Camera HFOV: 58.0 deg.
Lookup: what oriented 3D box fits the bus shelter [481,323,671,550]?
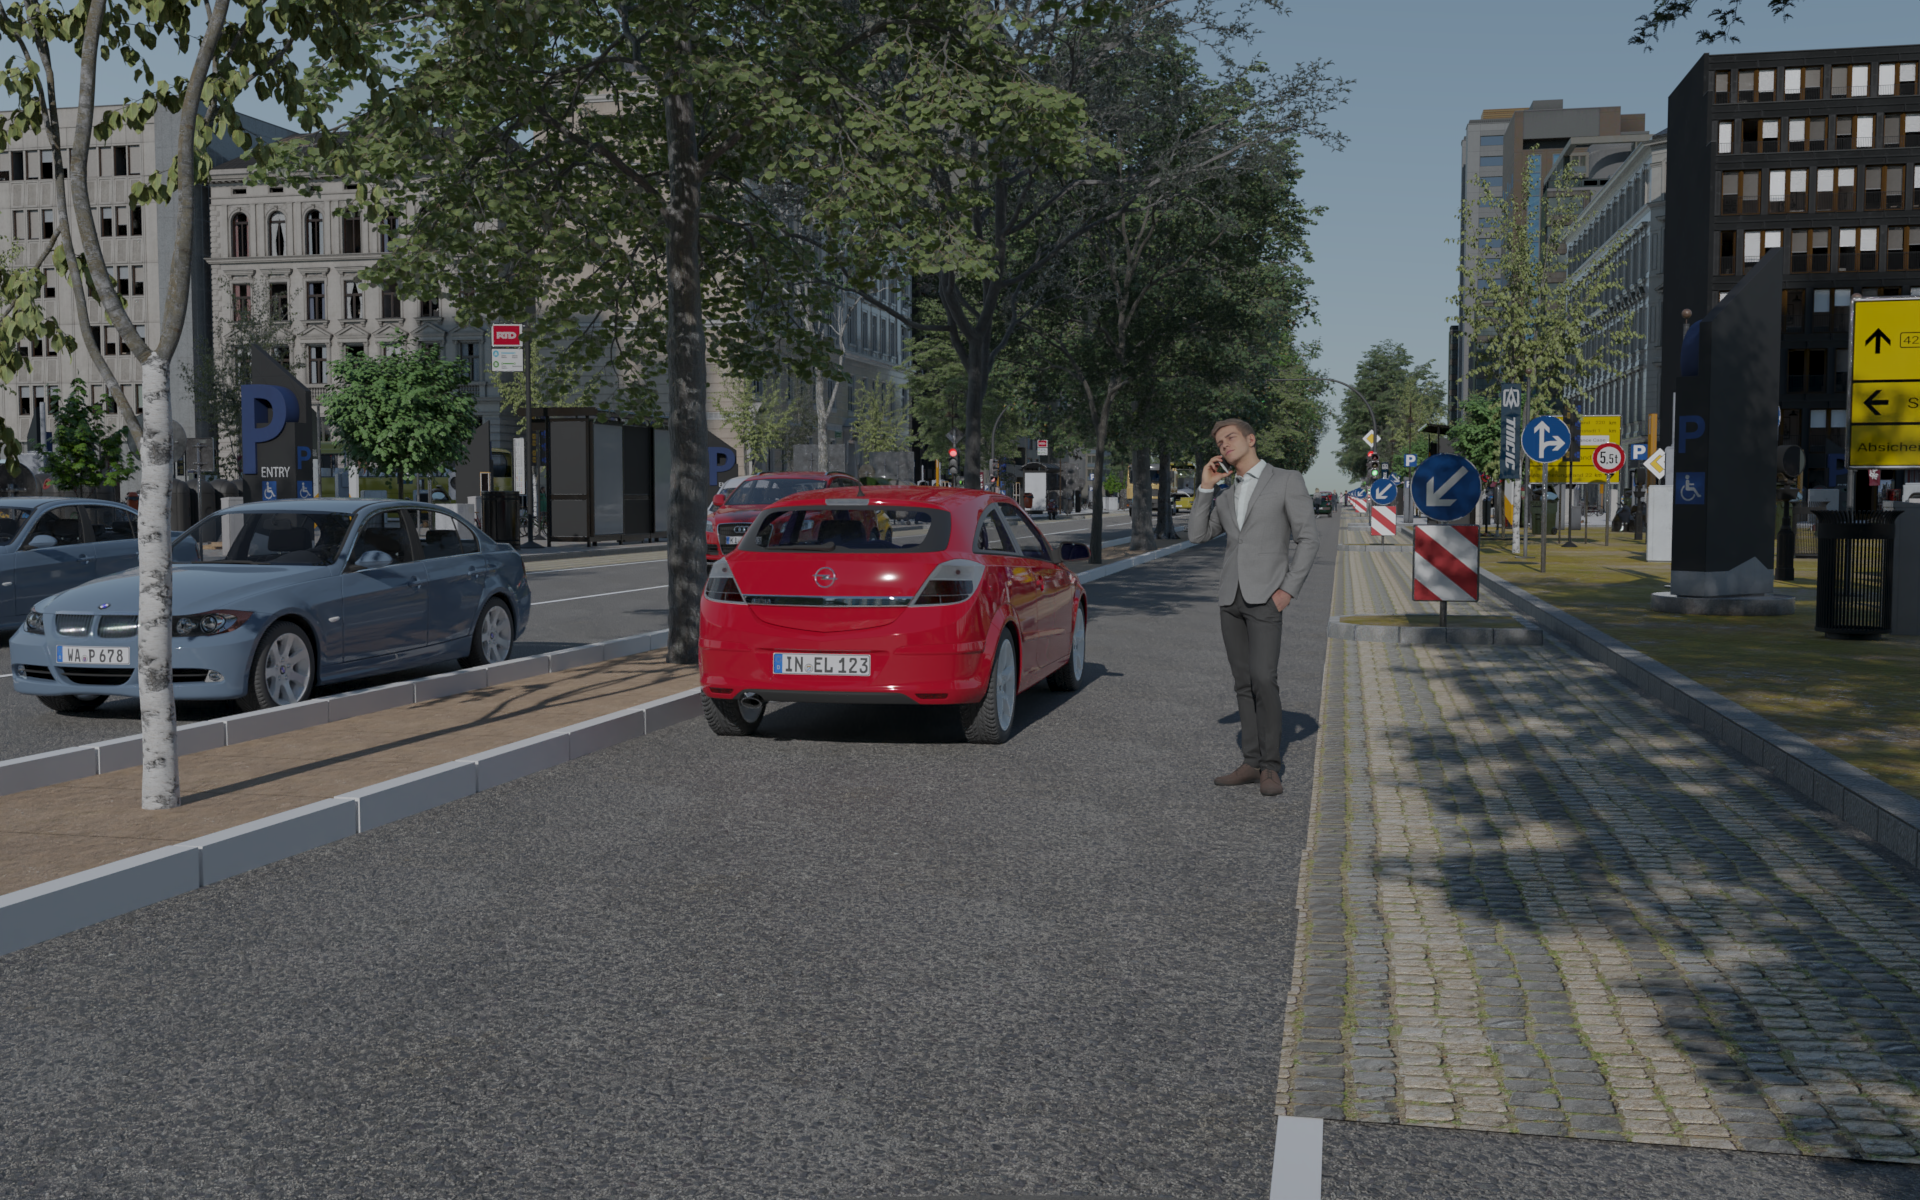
[{"bbox_3d":[-9.379,-4.009,43.175,2.179,5.291,8.768,1,4,12],"label":"bus shelter"}]

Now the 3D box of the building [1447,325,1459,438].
[{"bbox_3d":[89.578,-31.875,292.851,14.160,30.474,14.107,1,4,12],"label":"building"}]

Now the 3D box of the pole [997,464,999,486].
[{"bbox_3d":[2.350,-6.898,106.631,0.158,3.312,0.155,0,3,0],"label":"pole"}]

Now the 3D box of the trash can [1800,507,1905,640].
[{"bbox_3d":[7.941,-0.227,15.369,0.748,1.137,0.748,0,3,0],"label":"trash can"}]

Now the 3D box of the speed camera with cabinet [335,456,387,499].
[{"bbox_3d":[-25.715,-4.894,74.355,2.038,3.252,0.660,-2,4,-34],"label":"speed camera with cabinet"}]

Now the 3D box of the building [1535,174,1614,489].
[{"bbox_3d":[60.647,-23.765,160.258,14.160,30.474,14.107,1,4,12],"label":"building"}]

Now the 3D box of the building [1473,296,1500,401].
[{"bbox_3d":[81.287,-29.281,250.438,14.160,30.474,14.107,1,4,12],"label":"building"}]

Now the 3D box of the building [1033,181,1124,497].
[{"bbox_3d":[17.901,-42.886,290.421,28.713,52.752,27.495,1,4,12],"label":"building"}]

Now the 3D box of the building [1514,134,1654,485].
[{"bbox_3d":[73.477,-29.647,176.603,32.217,40.220,23.993,1,4,12],"label":"building"}]

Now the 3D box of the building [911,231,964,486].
[{"bbox_3d":[-7.387,-19.242,144.291,12.332,23.373,15.834,1,4,12],"label":"building"}]

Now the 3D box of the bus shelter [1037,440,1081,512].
[{"bbox_3d":[7.359,-9.344,130.413,2.179,5.291,8.768,1,4,13],"label":"bus shelter"}]

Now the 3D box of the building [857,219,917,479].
[{"bbox_3d":[-11.812,-20.821,126.325,13.634,28.700,20.117,1,4,12],"label":"building"}]

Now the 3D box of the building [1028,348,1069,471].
[{"bbox_3d":[-3.646,-21.355,194.197,27.650,21.520,28.899,1,4,12],"label":"building"}]

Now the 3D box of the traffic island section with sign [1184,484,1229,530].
[{"bbox_3d":[10.057,-3.745,69.361,2.006,1.907,1.989,1,4,12],"label":"traffic island section with sign"}]

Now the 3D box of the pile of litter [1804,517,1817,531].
[{"bbox_3d":[30.125,-2.829,60.220,1.176,0.858,1.719,0,4,-5],"label":"pile of litter"}]

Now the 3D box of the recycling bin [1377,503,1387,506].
[{"bbox_3d":[35.500,-8.136,145.583,0.722,1.027,0.722,-1,4,-23],"label":"recycling bin"}]

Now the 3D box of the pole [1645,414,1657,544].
[{"bbox_3d":[17.599,-3.073,44.091,0.158,3.312,0.155,0,3,0],"label":"pole"}]

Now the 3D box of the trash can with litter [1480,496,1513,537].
[{"bbox_3d":[16.233,-2.564,52.981,1.678,1.210,2.233,1,4,19],"label":"trash can with litter"}]

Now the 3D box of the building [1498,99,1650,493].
[{"bbox_3d":[69.218,-33.443,196.908,14.600,45.320,14.200,1,4,12],"label":"building"}]

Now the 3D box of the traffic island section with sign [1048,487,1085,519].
[{"bbox_3d":[6.210,-5.618,100.488,1.989,1.847,2.006,1,4,12],"label":"traffic island section with sign"}]

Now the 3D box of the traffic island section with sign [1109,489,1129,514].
[{"bbox_3d":[12.036,-7.228,126.808,1.989,1.847,2.006,1,4,12],"label":"traffic island section with sign"}]

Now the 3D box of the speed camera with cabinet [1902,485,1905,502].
[{"bbox_3d":[14.642,-1.871,24.926,0.660,3.252,2.038,-1,4,-21],"label":"speed camera with cabinet"}]

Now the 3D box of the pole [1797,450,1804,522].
[{"bbox_3d":[38.625,-5.247,79.637,0.158,3.312,0.155,0,3,0],"label":"pole"}]

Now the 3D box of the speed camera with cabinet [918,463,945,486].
[{"bbox_3d":[-1.865,-7.641,119.271,2.038,3.252,0.660,1,4,12],"label":"speed camera with cabinet"}]

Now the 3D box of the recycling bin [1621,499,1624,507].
[{"bbox_3d":[38.106,-5.263,98.601,0.722,1.027,0.722,3,5,40],"label":"recycling bin"}]

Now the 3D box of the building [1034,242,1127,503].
[{"bbox_3d":[10.321,-35.110,265.931,32.217,40.220,23.993,1,4,12],"label":"building"}]

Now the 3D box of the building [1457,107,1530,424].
[{"bbox_3d":[88.614,-44.516,269.842,21.231,58.520,28.212,1,4,12],"label":"building"}]

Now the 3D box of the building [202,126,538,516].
[{"bbox_3d":[-34.493,-16.956,106.117,19.941,23.489,11.050,1,4,12],"label":"building"}]

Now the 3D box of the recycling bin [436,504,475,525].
[{"bbox_3d":[-13.026,-1.965,44.688,0.722,1.027,0.722,2,4,25],"label":"recycling bin"}]

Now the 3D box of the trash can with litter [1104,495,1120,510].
[{"bbox_3d":[11.998,-7.886,139.989,2.233,1.210,1.678,-1,4,-11],"label":"trash can with litter"}]

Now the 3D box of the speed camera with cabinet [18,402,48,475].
[{"bbox_3d":[-20.068,-2.672,38.031,0.660,3.252,2.038,-1,4,-11],"label":"speed camera with cabinet"}]

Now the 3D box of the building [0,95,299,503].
[{"bbox_3d":[-54.007,-17.907,110.801,19.932,24.808,12.078,1,4,12],"label":"building"}]

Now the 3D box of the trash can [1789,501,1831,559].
[{"bbox_3d":[16.881,-1.394,34.447,0.748,1.137,0.748,0,3,0],"label":"trash can"}]

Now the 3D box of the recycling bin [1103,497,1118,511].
[{"bbox_3d":[11.788,-7.450,134.366,0.722,1.027,0.722,-1,4,-17],"label":"recycling bin"}]

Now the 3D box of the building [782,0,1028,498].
[{"bbox_3d":[-5.754,-33.292,168.027,21.300,48.544,21.600,1,4,12],"label":"building"}]

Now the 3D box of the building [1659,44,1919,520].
[{"bbox_3d":[45.874,-15.897,89.595,15.834,23.373,12.332,1,4,12],"label":"building"}]

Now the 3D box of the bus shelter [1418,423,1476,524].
[{"bbox_3d":[16.966,-4.224,60.340,1.731,3.624,6.357,1,4,12],"label":"bus shelter"}]

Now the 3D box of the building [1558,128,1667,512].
[{"bbox_3d":[53.568,-21.131,121.913,17.030,29.872,44.131,1,4,12],"label":"building"}]

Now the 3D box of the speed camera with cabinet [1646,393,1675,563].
[{"bbox_3d":[13.712,-2.374,33.155,0.660,3.252,2.038,2,4,34],"label":"speed camera with cabinet"}]

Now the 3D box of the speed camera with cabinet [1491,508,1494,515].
[{"bbox_3d":[30.076,-6.352,98.185,2.038,3.252,0.660,0,4,-6],"label":"speed camera with cabinet"}]

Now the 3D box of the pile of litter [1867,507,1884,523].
[{"bbox_3d":[39.235,-3.661,73.822,1.719,0.858,1.176,-1,4,-17],"label":"pile of litter"}]

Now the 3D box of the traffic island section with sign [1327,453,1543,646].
[{"bbox_3d":[4.717,-0.536,17.387,1.989,1.847,2.006,1,4,12],"label":"traffic island section with sign"}]

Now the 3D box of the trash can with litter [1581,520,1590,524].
[{"bbox_3d":[27.147,-3.991,76.318,2.233,1.210,1.678,-3,4,-38],"label":"trash can with litter"}]

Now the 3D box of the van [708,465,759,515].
[{"bbox_3d":[-4.182,-1.748,35.588,2.013,2.044,4.112,1,4,13],"label":"van"}]

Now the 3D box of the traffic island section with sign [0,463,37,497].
[{"bbox_3d":[-11.543,-0.713,20.292,1.989,1.847,2.006,1,4,12],"label":"traffic island section with sign"}]

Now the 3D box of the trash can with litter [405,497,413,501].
[{"bbox_3d":[-20.642,-3.333,65.884,1.055,1.170,0.624,-2,4,-28],"label":"trash can with litter"}]

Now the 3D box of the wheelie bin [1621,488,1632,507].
[{"bbox_3d":[35.144,-5.067,90.745,0.980,1.594,0.693,2,4,27],"label":"wheelie bin"}]

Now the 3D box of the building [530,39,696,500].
[{"bbox_3d":[-15.896,-19.604,106.426,13.634,28.700,20.117,1,4,12],"label":"building"}]

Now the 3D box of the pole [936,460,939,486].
[{"bbox_3d":[-1.270,-6.411,98.663,0.158,3.312,0.155,0,3,0],"label":"pole"}]

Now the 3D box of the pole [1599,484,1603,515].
[{"bbox_3d":[40.250,-7.022,108.658,0.158,3.312,0.155,0,3,0],"label":"pole"}]

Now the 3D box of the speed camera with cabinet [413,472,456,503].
[{"bbox_3d":[-20.650,-4.557,68.843,2.038,3.252,0.660,0,4,-7],"label":"speed camera with cabinet"}]

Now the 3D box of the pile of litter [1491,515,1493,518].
[{"bbox_3d":[28.826,-4.796,92.381,1.176,0.858,1.719,0,4,-3],"label":"pile of litter"}]

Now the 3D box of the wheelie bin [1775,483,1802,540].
[{"bbox_3d":[23.273,-2.506,48.873,0.980,1.594,0.693,0,4,3],"label":"wheelie bin"}]

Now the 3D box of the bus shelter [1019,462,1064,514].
[{"bbox_3d":[5.272,-7.217,111.924,2.014,3.302,5.546,1,4,13],"label":"bus shelter"}]
